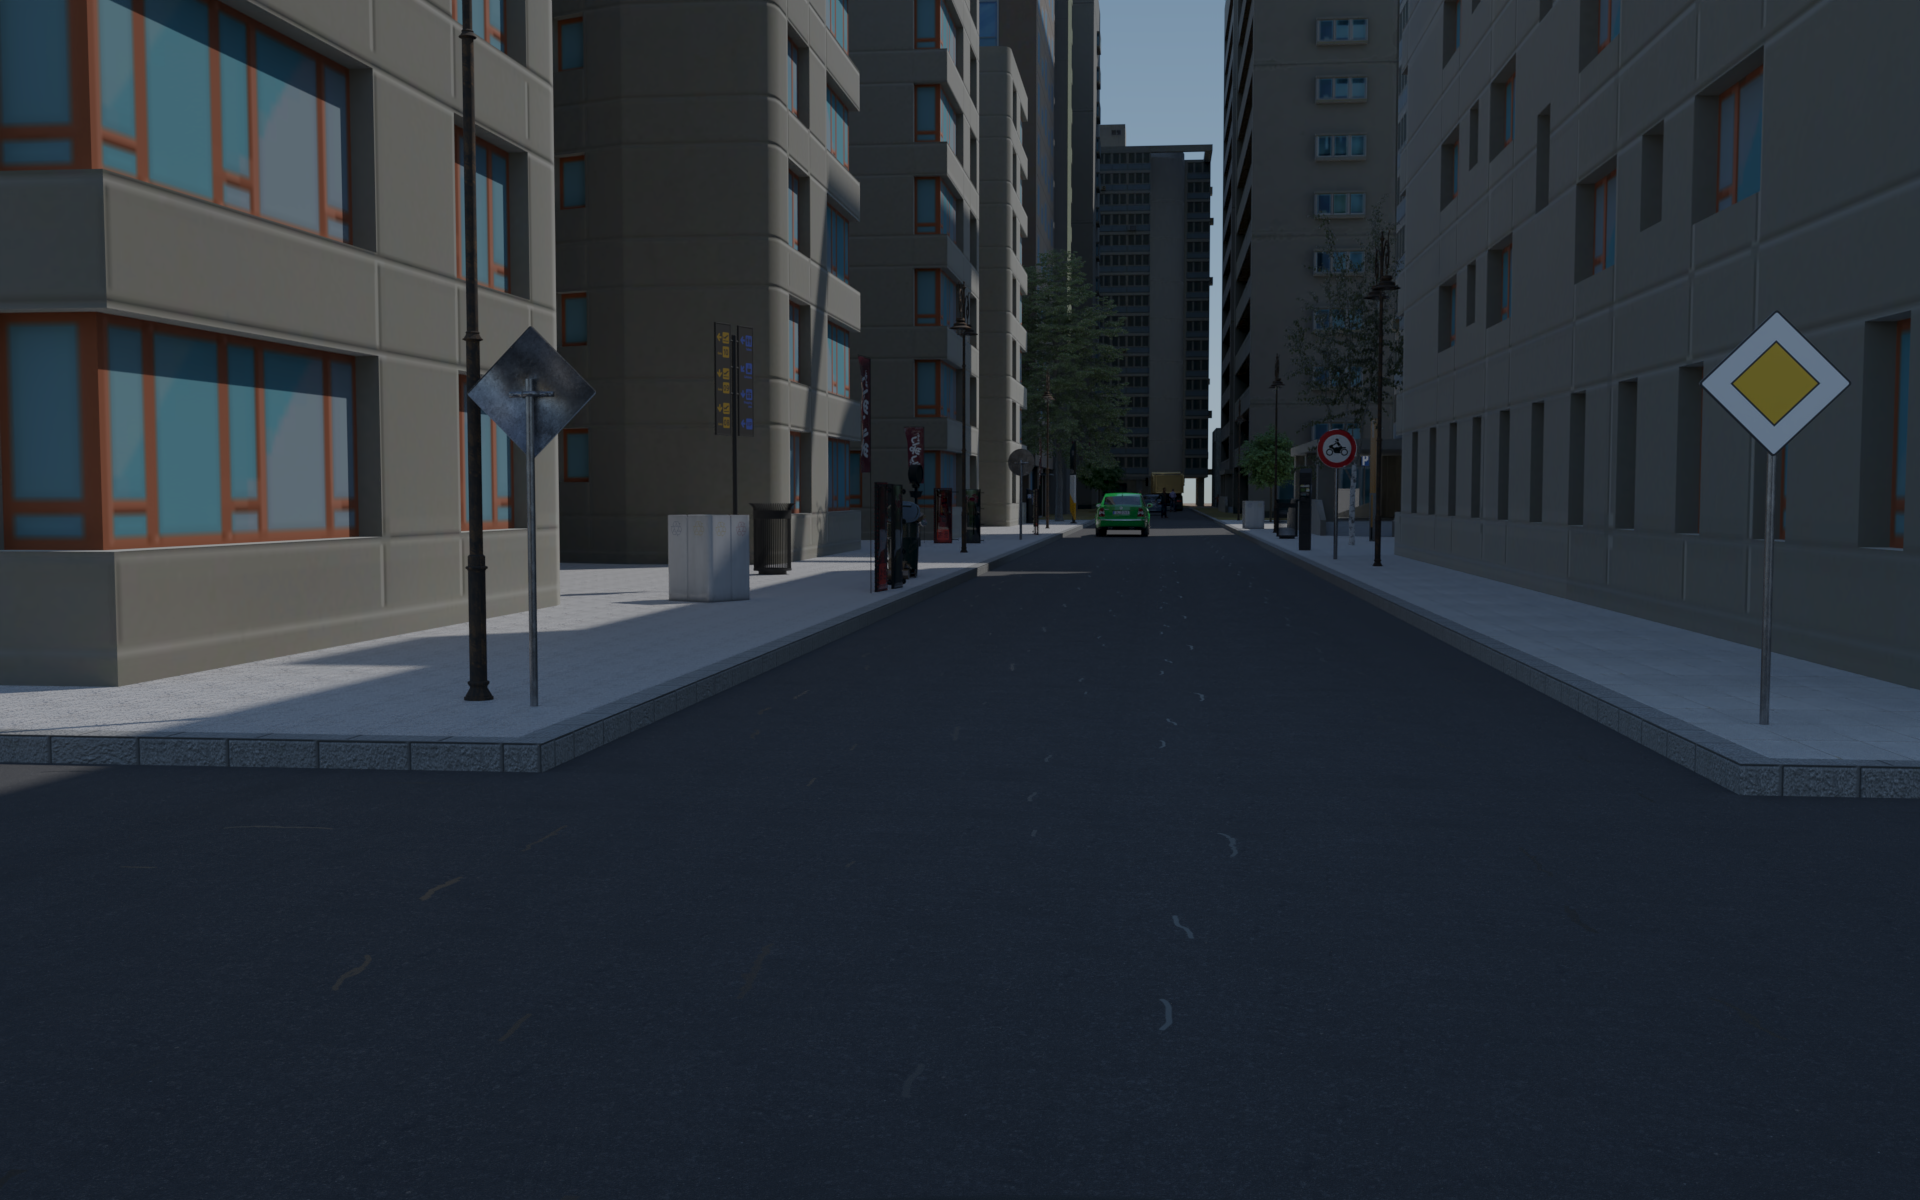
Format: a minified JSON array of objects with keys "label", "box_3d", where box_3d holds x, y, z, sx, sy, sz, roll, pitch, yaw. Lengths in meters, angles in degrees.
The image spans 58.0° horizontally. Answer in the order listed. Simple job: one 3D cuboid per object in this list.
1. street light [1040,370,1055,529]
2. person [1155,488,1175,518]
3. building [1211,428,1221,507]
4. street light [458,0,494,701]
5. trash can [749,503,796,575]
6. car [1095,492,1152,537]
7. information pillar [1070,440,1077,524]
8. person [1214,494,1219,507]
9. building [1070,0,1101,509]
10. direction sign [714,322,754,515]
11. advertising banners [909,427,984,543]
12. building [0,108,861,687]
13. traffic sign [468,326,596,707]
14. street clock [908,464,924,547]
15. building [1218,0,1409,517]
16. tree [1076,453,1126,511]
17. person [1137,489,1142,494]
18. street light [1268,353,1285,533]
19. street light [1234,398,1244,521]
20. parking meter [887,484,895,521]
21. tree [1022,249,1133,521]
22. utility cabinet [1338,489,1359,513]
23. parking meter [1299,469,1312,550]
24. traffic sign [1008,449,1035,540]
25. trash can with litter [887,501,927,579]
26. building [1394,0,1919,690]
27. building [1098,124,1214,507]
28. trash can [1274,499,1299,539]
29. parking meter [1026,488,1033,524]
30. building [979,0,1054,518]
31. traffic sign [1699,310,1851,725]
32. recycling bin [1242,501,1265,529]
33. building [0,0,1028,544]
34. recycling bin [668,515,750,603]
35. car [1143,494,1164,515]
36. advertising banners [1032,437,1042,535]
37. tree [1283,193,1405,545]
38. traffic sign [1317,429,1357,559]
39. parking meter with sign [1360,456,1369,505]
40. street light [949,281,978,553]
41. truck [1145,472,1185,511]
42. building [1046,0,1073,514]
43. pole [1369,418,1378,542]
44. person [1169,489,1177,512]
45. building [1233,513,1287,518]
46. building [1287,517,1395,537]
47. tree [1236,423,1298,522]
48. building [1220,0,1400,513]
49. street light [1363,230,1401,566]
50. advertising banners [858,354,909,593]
[{"label":"street light","box_3d":[3.256,-5.598,64.309,0.468,5.910,1.993,0,4,7]},{"label":"person","box_3d":[12.297,-5.852,104.209,1.348,1.821,0.705,-1,4,-20]},{"label":"building","box_3d":[41.499,-52.742,174.999,31.000,86.520,22.319,0,4,7]},{"label":"street light","box_3d":[-3.003,-2.315,10.630,0.468,5.910,1.993,0,4,7]},{"label":"trash can","box_3d":[-2.998,-0.979,27.666,0.748,1.137,0.748,0,3,0]},{"label":"car","box_3d":[5.632,-3.110,59.648,1.959,1.807,4.718,0,4,7]},{"label":"information pillar","box_3d":[4.921,-5.138,75.363,0.183,3.616,0.504,-1,4,-19]},{"label":"person","box_3d":[24.582,-9.362,164.834,1.065,1.426,0.557,-2,4,-29]},{"label":"building","box_3d":[1.166,-32.190,150.002,21.600,48.544,21.300,0,4,7]},{"label":"direction sign","box_3d":[-3.022,-1.911,23.243,0.379,3.537,0.876,2,4,27]},{"label":"advertising banners","box_3d":[-0.412,-2.981,44.922,2.074,3.025,0.090,0,4,1]},{"label":"building","box_3d":[-17.680,-11.114,26.761,27.650,21.520,28.899,0,4,7]},{"label":"traffic sign","box_3d":[-2.571,-0.414,10.408,0.795,2.450,0.064,0,4,7]},{"label":"street clock","box_3d":[-1.076,-2.303,42.224,0.358,2.002,0.471,1,4,21]},{"label":"building","box_3d":[35.064,-26.379,123.176,32.217,40.220,23.993,0,4,7]},{"label":"tree","box_3d":[11.192,-9.192,134.010,4.285,4.588,4.351,0,3,0]},{"label":"person","box_3d":[10.819,-5.812,104.472,0.756,1.711,0.436,-2,4,-28]},{"label":"street light","box_3d":[10.405,-5.151,57.003,0.468,5.910,1.993,0,4,7]},{"label":"street light","box_3d":[13.507,-6.789,83.795,0.468,5.910,1.993,0,4,7]},{"label":"parking meter","box_3d":[-1.712,-2.062,42.128,0.372,1.533,0.369,0,3,0]},{"label":"tree","box_3d":[4.239,-9.969,81.115,7.486,12.596,7.792,0,3,0]},{"label":"utility cabinet","box_3d":[16.223,-3.937,73.057,1.173,1.500,0.318,-1,4,-15]},{"label":"parking meter","box_3d":[7.872,-2.065,39.479,0.255,1.863,0.399,1,4,16]},{"label":"traffic sign","box_3d":[1.705,-2.963,48.543,0.768,2.556,0.104,1,4,16]},{"label":"trash can with litter","box_3d":[-0.836,-0.918,26.390,0.624,1.170,1.055,0,4,2]},{"label":"building","box_3d":[21.981,-10.744,20.702,28.899,21.520,27.650,0,4,7]},{"label":"building","box_3d":[14.779,-30.143,184.722,23.993,40.220,32.217,0,4,7]},{"label":"trash can","box_3d":[9.386,-2.326,49.681,0.748,1.137,0.748,0,3,0]},{"label":"parking meter","box_3d":[3.066,-4.106,75.547,0.372,1.533,0.369,0,3,0]},{"label":"building","box_3d":[-2.303,-27.060,92.541,14.600,45.320,14.200,0,4,7]},{"label":"traffic sign","box_3d":[4.474,-0.363,9.579,0.795,2.450,0.064,0,4,7]},{"label":"recycling bin","box_3d":[10.838,-3.145,63.983,0.722,1.027,0.722,0,4,1]},{"label":"building","box_3d":[-12.437,-13.345,63.231,27.650,21.520,28.899,0,4,7]},{"label":"recycling bin","box_3d":[-3.028,-0.510,20.895,0.722,1.027,0.722,3,4,36]},{"label":"car","box_3d":[13.064,-6.456,117.561,2.014,1.417,4.499,0,4,8]},{"label":"advertising banners","box_3d":[2.422,-3.558,54.362,0.090,3.025,2.074,0,4,-3]},{"label":"tree","box_3d":[9.883,-5.689,43.376,4.360,8.622,3.978,0,3,0]},{"label":"traffic sign","box_3d":[7.379,-2.071,33.967,0.768,2.556,0.104,1,4,8]},{"label":"parking meter with sign","box_3d":[17.785,-4.710,73.267,0.543,3.016,1.738,-3,5,-42]},{"label":"street light","box_3d":[0.086,-3.974,37.762,0.468,5.910,1.993,0,4,7]},{"label":"truck","box_3d":[17.783,-9.370,149.130,3.469,3.379,9.791,0,4,5]},{"label":"building","box_3d":[-0.480,-25.876,106.665,14.154,41.232,14.086,0,4,7]},{"label":"pole","box_3d":[11.187,-3.239,46.797,0.158,3.312,0.155,0,3,0]},{"label":"person","box_3d":[16.988,-7.913,137.745,0.709,1.838,0.599,2,4,32]},{"label":"building","box_3d":[27.282,-29.170,100.635,21.300,48.544,21.600,0,4,7]},{"label":"building","box_3d":[27.861,-22.334,57.036,32.217,40.220,23.993,0,4,7]},{"label":"tree","box_3d":[14.098,-5.823,78.923,4.285,4.588,4.351,0,3,0]},{"label":"building","box_3d":[33.258,-31.947,146.033,21.300,48.544,21.600,0,4,7]},{"label":"street light","box_3d":[7.420,-3.536,30.604,0.468,5.910,1.993,0,4,7]},{"label":"advertising banners","box_3d":[-1.030,-1.627,22.787,0.090,3.025,2.074,1,4,14]}]
